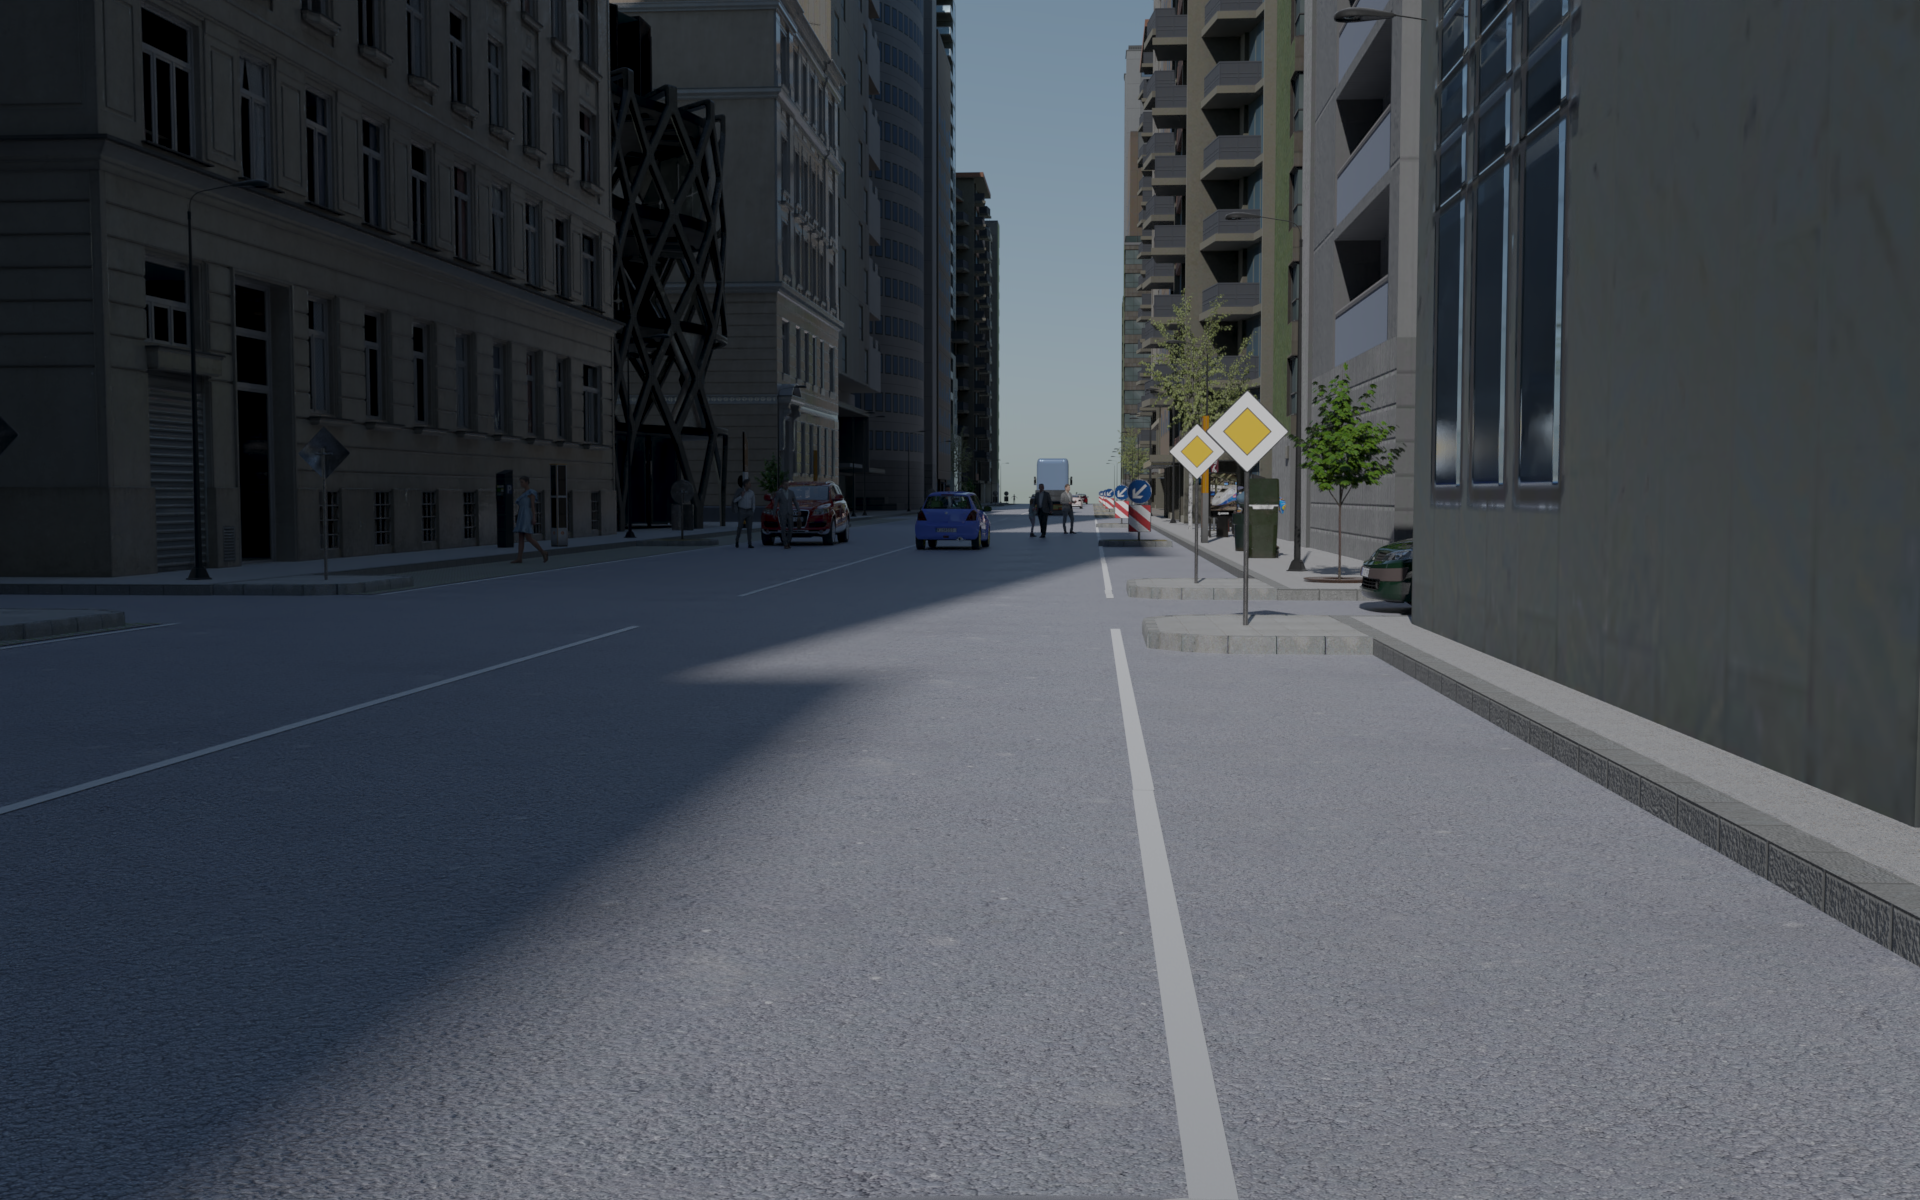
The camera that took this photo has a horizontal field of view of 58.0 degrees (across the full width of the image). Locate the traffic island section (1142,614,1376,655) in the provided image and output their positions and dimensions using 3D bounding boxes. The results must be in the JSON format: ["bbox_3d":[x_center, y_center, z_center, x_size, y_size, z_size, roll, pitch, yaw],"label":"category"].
[{"bbox_3d":[2.809,0.327,16.934,2.009,0.180,2.903,0,4,4],"label":"traffic island section"}]

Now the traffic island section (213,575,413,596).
[{"bbox_3d":[-9.491,-0.220,25.876,2.009,0.180,2.903,0,4,4],"label":"traffic island section"}]

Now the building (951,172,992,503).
[{"bbox_3d":[-7.297,-35.219,230.457,22.147,44.769,28.867,0,4,4],"label":"building"}]

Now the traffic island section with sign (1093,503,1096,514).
[{"bbox_3d":[6.857,-4.037,74.634,1.989,1.847,2.006,0,4,4],"label":"traffic island section with sign"}]

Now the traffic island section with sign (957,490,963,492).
[{"bbox_3d":[0.048,-8.762,151.878,1.989,1.847,2.006,0,4,4],"label":"traffic island section with sign"}]

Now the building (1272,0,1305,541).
[{"bbox_3d":[16.472,-17.171,52.450,14.160,30.474,14.107,0,4,4],"label":"building"}]

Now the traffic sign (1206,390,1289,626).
[{"bbox_3d":[2.785,-0.808,16.859,0.795,2.450,0.064,0,4,4],"label":"traffic sign"}]

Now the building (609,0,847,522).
[{"bbox_3d":[-13.776,-18.537,88.989,13.634,28.700,20.117,0,4,4],"label":"building"}]

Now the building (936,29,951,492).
[{"bbox_3d":[-8.335,-31.525,165.542,14.600,45.320,14.200,0,4,4],"label":"building"}]

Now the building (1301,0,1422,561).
[{"bbox_3d":[21.788,-29.941,31.539,28.212,58.520,21.231,0,4,4],"label":"building"}]

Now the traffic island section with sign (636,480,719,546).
[{"bbox_3d":[-7.798,-2.420,48.189,1.989,1.847,2.006,0,4,4],"label":"traffic island section with sign"}]

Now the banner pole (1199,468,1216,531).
[{"bbox_3d":[8.610,-4.289,60.143,0.863,3.779,0.401,0,4,-5],"label":"banner pole"}]

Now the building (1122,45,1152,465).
[{"bbox_3d":[32.141,-42.014,228.931,21.231,58.520,28.212,0,4,4],"label":"building"}]

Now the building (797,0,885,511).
[{"bbox_3d":[-19.947,-32.191,115.560,28.713,52.752,27.495,0,4,4],"label":"building"}]

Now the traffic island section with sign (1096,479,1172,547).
[{"bbox_3d":[4.817,-2.393,47.746,1.989,1.847,2.006,0,4,4],"label":"traffic island section with sign"}]

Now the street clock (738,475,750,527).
[{"bbox_3d":[-8.204,-3.740,65.726,0.471,2.002,0.358,3,5,43],"label":"street clock"}]

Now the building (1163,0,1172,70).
[{"bbox_3d":[20.183,-28.178,110.823,14.600,45.320,14.200,0,4,4],"label":"building"}]

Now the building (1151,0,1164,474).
[{"bbox_3d":[28.447,-33.125,130.840,28.713,52.752,27.495,0,4,4],"label":"building"}]

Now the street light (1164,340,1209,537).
[{"bbox_3d":[6.902,-4.877,52.275,1.470,5.913,1.316,0,4,4],"label":"street light"}]

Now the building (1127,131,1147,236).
[{"bbox_3d":[27.160,-34.151,208.483,14.600,45.320,14.200,0,4,4],"label":"building"}]

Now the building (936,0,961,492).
[{"bbox_3d":[-10.604,-54.221,199.182,22.319,86.520,31.000,0,4,4],"label":"building"}]

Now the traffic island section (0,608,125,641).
[{"bbox_3d":[-10.095,0.267,17.913,2.009,0.180,2.903,0,4,4],"label":"traffic island section"}]

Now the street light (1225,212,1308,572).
[{"bbox_3d":[5.067,-3.433,28.672,1.470,5.913,1.316,0,4,4],"label":"street light"}]

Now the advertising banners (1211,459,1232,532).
[{"bbox_3d":[9.052,-3.832,58.838,0.090,3.025,2.074,-1,4,-23],"label":"advertising banners"}]

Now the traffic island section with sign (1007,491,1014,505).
[{"bbox_3d":[6.350,-13.836,234.840,1.989,1.847,2.006,0,4,4],"label":"traffic island section with sign"}]

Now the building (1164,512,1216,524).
[{"bbox_3d":[19.925,-26.095,81.270,22.147,44.769,28.867,0,4,4],"label":"building"}]

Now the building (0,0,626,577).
[{"bbox_3d":[-19.204,-12.683,40.646,16.112,22.955,30.059,0,4,4],"label":"building"}]

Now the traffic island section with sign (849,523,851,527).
[{"bbox_3d":[-5.764,-4.064,75.068,1.989,1.847,2.006,0,4,4],"label":"traffic island section with sign"}]

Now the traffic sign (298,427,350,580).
[{"bbox_3d":[-9.467,-1.356,25.812,0.795,2.450,0.064,0,4,4],"label":"traffic sign"}]

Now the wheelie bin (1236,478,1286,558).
[{"bbox_3d":[6.036,-1.643,34.764,0.980,1.594,0.693,0,4,7],"label":"wheelie bin"}]

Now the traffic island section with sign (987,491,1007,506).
[{"bbox_3d":[4.299,-12.185,207.844,1.989,1.847,2.006,0,4,4],"label":"traffic island section with sign"}]

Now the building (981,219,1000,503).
[{"bbox_3d":[-1.626,-34.769,252.059,14.154,41.232,14.086,0,4,4],"label":"building"}]

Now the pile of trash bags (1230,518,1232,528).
[{"bbox_3d":[11.182,-3.448,66.127,1.912,1.369,3.447,-1,4,-12],"label":"pile of trash bags"}]

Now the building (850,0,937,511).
[{"bbox_3d":[-13.662,-36.810,143.842,21.231,58.520,28.212,0,4,4],"label":"building"}]

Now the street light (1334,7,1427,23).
[{"bbox_3d":[4.270,-2.699,16.675,1.470,5.913,1.316,0,4,4],"label":"street light"}]

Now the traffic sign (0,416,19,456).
[{"bbox_3d":[-10.071,-0.869,17.850,0.795,2.450,0.064,0,4,4],"label":"traffic sign"}]

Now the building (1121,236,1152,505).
[{"bbox_3d":[25.321,-25.858,194.473,14.160,30.474,14.107,0,4,4],"label":"building"}]

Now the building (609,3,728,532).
[{"bbox_3d":[-17.519,-12.083,65.007,16.820,18.784,16.811,0,4,4],"label":"building"}]

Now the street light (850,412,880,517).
[{"bbox_3d":[-5.478,-7.654,97.681,1.470,5.913,1.316,0,4,4],"label":"street light"}]

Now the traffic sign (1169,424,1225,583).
[{"bbox_3d":[3.389,-1.295,24.821,0.795,2.450,0.064,0,4,4],"label":"traffic sign"}]

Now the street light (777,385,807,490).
[{"bbox_3d":[-7.235,-6.209,74.051,1.470,5.913,1.316,0,4,4],"label":"street light"}]

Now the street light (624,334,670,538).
[{"bbox_3d":[-9.113,-4.765,50.452,1.470,5.913,1.316,0,4,4],"label":"street light"}]

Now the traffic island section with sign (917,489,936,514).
[{"bbox_3d":[-2.029,-7.080,124.382,1.989,1.847,2.006,0,4,4],"label":"traffic island section with sign"}]

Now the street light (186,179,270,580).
[{"bbox_3d":[-10.885,-3.256,25.772,1.470,5.913,1.316,0,4,4],"label":"street light"}]

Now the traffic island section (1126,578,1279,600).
[{"bbox_3d":[3.413,-0.160,24.896,2.009,0.180,2.903,0,4,4],"label":"traffic island section"}]
